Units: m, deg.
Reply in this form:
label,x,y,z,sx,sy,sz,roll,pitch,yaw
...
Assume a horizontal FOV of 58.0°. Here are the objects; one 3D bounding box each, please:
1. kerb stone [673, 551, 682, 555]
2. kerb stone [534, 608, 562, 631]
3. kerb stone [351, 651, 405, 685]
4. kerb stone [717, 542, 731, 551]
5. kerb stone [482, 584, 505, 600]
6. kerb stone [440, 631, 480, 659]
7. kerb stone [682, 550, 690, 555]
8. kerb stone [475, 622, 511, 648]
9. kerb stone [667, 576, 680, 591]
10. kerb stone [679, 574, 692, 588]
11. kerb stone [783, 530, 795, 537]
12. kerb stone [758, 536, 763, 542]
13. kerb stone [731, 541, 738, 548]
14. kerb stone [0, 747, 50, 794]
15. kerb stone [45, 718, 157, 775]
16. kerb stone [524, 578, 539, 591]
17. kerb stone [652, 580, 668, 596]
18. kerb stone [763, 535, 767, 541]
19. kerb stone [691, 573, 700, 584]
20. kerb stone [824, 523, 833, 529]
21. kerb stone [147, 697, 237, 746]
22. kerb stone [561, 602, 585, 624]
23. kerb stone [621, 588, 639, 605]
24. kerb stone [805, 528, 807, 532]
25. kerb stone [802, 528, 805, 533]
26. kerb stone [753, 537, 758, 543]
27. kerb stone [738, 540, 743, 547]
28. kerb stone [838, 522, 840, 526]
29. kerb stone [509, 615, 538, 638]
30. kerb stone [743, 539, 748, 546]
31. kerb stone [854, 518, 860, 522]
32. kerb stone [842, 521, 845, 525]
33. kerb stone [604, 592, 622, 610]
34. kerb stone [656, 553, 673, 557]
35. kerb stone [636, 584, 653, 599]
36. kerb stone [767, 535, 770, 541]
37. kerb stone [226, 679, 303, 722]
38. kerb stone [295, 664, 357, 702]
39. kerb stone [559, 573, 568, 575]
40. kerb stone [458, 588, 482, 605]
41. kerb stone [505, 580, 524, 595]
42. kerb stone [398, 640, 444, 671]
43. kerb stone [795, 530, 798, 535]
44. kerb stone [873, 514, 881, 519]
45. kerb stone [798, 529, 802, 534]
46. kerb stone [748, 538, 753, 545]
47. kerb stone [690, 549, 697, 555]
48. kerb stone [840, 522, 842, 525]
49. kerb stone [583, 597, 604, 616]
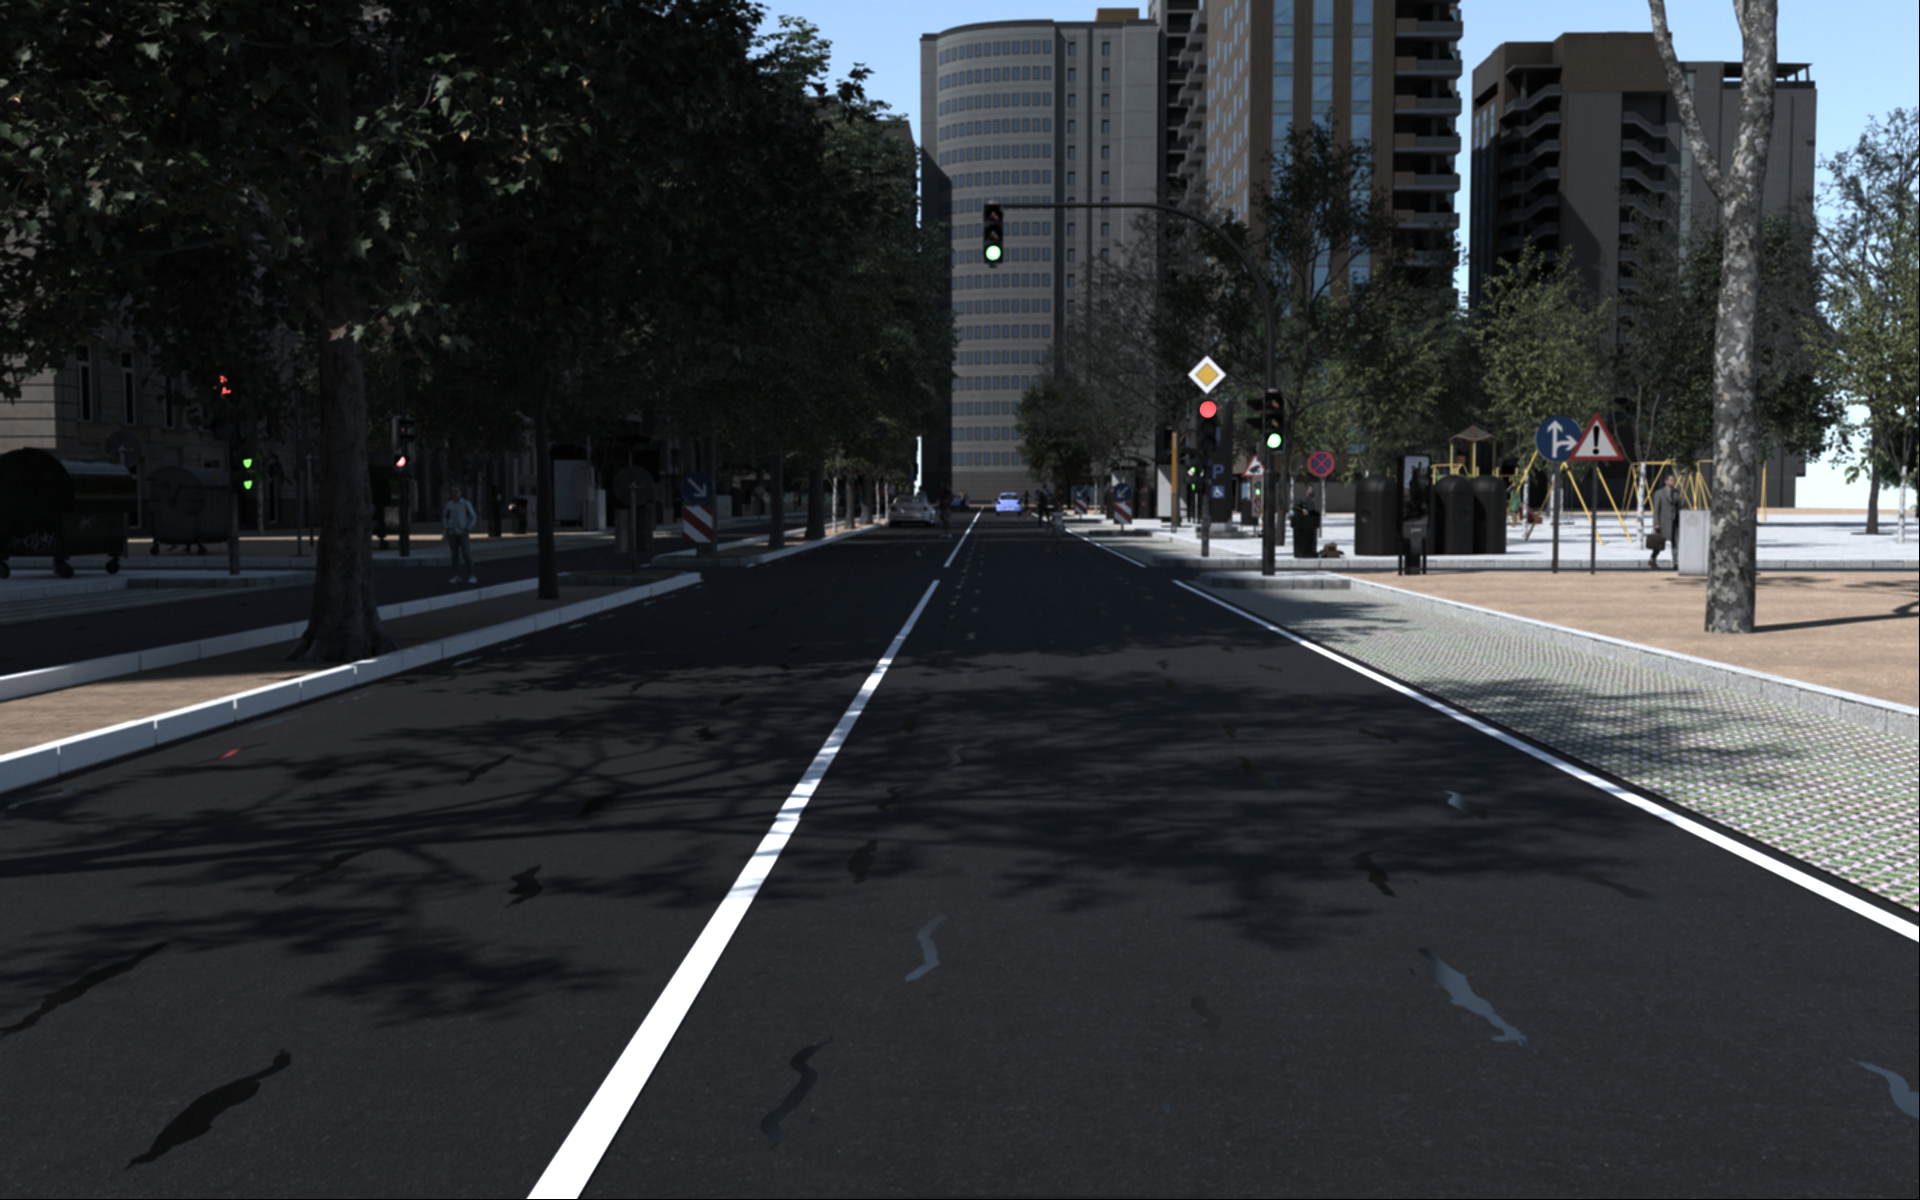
label,x,y,z,sx,sy,sz,roll,pitch,yaw
kerb stone,-6.224,-0.939,37.545,0.120,0.150,1.000,0,4,1
kerb stone,-4.471,0.223,18.555,0.120,0.150,1.000,0,4,1
kerb stone,-4.562,0.539,13.445,0.120,0.150,1.000,0,4,1
kerb stone,-6.102,-1.378,44.730,0.120,0.150,1.000,0,4,1
kerb stone,-6.468,-0.089,23.695,0.120,0.150,1.000,0,4,1
kerb stone,-4.523,0.410,15.488,0.120,0.150,1.000,0,4,1
kerb stone,-6.211,-1.001,38.567,0.120,0.150,1.000,0,4,1
kerb stone,-4.508,0.351,16.511,0.120,0.150,1.000,0,4,1
kerb stone,-4.342,-0.217,25.738,0.120,0.150,1.000,0,4,1
kerb stone,-4.324,-0.279,26.759,0.120,0.150,1.000,0,4,1
kerb stone,-5.844,-2.257,59.091,0.120,0.150,1.000,0,4,1
kerb stone,-5.982,-1.755,50.897,0.120,0.150,1.000,0,4,1
kerb stone,-6.073,-1.441,45.758,0.120,0.150,1.000,0,4,1
kerb stone,-4.649,0.850,8.298,0.120,0.150,1.000,0,4,1
kerb stone,-4.636,0.787,9.323,0.120,0.150,1.000,0,4,1
kerb stone,-6.440,-0.217,25.739,0.120,0.150,1.000,0,4,1
kerb stone,-4.358,-0.154,24.708,0.120,0.150,1.000,0,4,1
kerb stone,-5.976,-1.817,51.919,0.120,0.150,1.000,0,4,1
kerb stone,-4.309,-0.339,27.787,0.120,0.150,1.000,0,4,1
kerb stone,-5.580,-3.130,73.463,0.120,0.150,1.000,0,4,1
kerb stone,-4.619,0.730,10.354,0.120,0.150,1.000,0,4,1
kerb stone,-4.449,0.160,19.583,0.120,0.150,1.000,0,4,1
kerb stone,-4.401,-0.025,22.657,0.120,0.150,1.000,0,4,1
kerb stone,-5.769,-2.508,63.199,0.120,0.150,1.000,0,4,1
kerb stone,-5.781,-2.445,62.167,0.120,0.150,1.000,0,4,1
kerb stone,-6.004,-1.691,49.871,0.120,0.150,1.000,0,4,1
kerb stone,-6.060,-1.494,46.784,0.120,0.150,1.000,0,4,1
kerb stone,-5.533,-3.321,76.537,0.120,0.150,1.000,0,4,1
kerb stone,-4.493,0.291,17.533,0.120,0.150,1.000,0,4,1
kerb stone,-6.046,-1.566,47.806,0.120,0.150,1.000,0,4,1
kerb stone,-5.281,-4.139,89.867,0.120,0.150,1.000,0,4,1
kerb stone,-5.463,-3.508,79.609,0.120,0.150,1.000,0,4,1
kerb stone,-4.419,0.041,21.636,0.120,0.150,1.000,0,4,1
kerb stone,-6.248,-0.876,36.517,0.120,0.150,1.000,0,4,1
kerb stone,-4.391,-0.091,23.685,0.120,0.150,1.000,0,4,1
kerb stone,-5.955,-1.880,52.941,0.120,0.150,1.000,0,4,1
kerb stone,-4.599,0.666,11.390,0.120,0.150,1.000,0,4,1
kerb stone,-4.581,0.604,12.413,0.120,0.150,1.000,0,4,1
kerb stone,-6.404,-0.342,27.788,0.120,0.150,1.000,0,4,1
kerb stone,-6.500,-0.022,22.656,0.120,0.150,1.000,0,4,1
kerb stone,-6.459,-0.154,24.717,0.120,0.150,1.000,0,4,1
kerb stone,-4.547,0.475,14.467,0.120,0.150,1.000,0,4,1
kerb stone,-5.826,-2.319,60.113,0.120,0.150,1.000,0,4,1
kerb stone,-5.027,-5.020,104.267,0.120,0.150,1.000,0,4,1
kerb stone,-5.798,-2.382,61.145,0.120,0.150,1.000,0,4,1
kerb stone,-6.025,-1.627,48.837,0.120,0.150,1.000,0,4,1
kerb stone,-6.186,-1.064,39.594,0.120,0.150,1.000,0,4,1
kerb stone,-5.505,-3.386,77.559,0.120,0.150,1.000,0,4,1
kerb stone,-4.440,0.097,20.613,0.120,0.150,1.000,0,4,1
